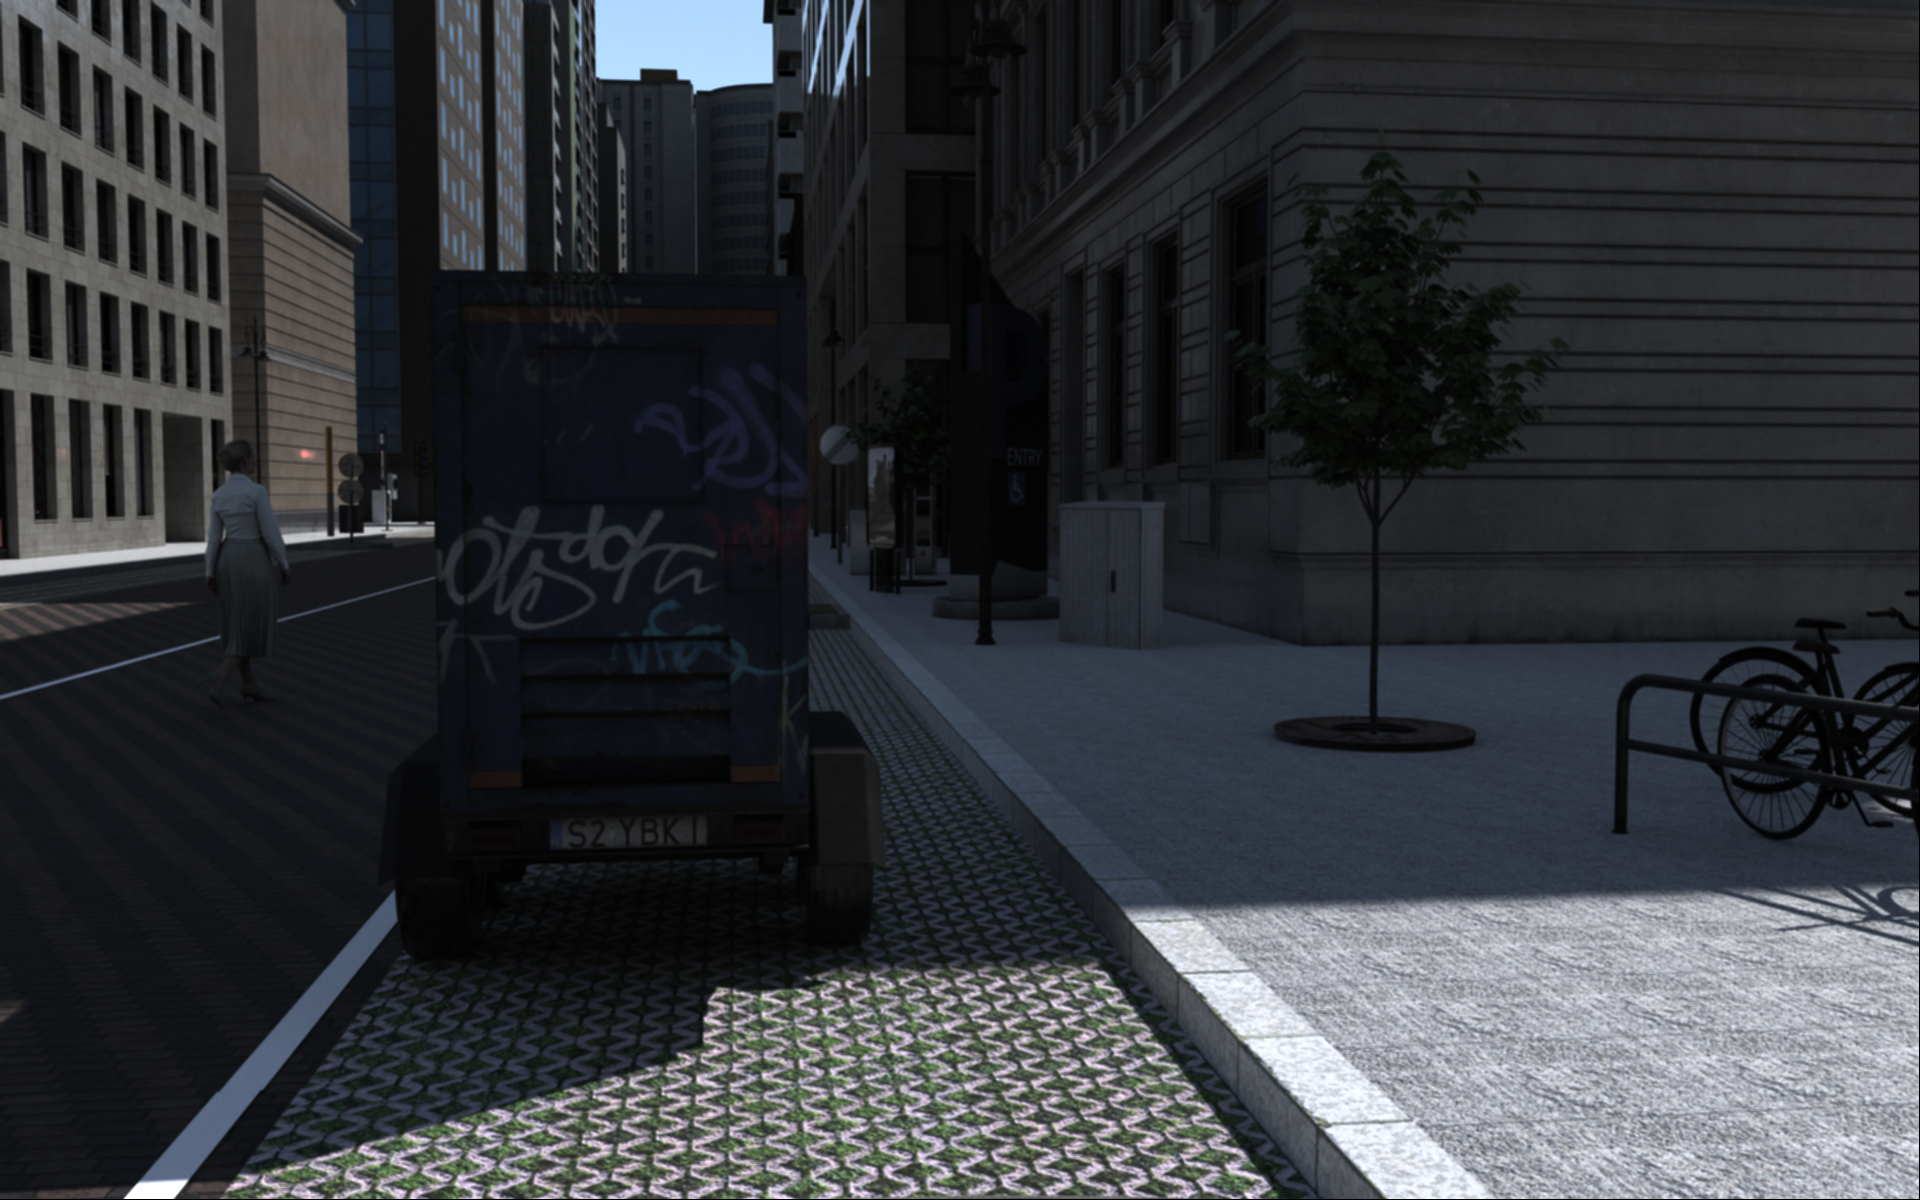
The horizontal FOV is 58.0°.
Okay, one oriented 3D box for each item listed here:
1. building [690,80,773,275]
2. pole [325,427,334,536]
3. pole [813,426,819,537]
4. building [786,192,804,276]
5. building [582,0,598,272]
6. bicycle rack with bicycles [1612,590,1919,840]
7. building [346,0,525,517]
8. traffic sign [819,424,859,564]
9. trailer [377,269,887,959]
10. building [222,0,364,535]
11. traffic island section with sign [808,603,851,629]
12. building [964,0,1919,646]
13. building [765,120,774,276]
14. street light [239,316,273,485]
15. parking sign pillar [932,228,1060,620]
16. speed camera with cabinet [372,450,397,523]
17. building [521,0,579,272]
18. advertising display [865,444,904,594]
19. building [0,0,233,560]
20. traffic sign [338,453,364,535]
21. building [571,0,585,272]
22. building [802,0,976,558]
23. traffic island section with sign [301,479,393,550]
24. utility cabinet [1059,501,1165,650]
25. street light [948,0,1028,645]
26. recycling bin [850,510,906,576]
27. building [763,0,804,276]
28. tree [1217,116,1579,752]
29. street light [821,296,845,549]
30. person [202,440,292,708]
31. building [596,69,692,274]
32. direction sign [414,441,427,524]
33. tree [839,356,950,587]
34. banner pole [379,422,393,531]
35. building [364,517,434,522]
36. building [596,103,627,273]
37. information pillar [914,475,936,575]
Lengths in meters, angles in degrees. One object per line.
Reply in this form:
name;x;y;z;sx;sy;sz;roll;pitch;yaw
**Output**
building;-23.131;-43.051;245.880;28.212;58.520;21.231;0;4;-7
pole;-19.092;-3.585;52.457;0.158;3.312;0.155;0;3;0
pole;-4.317;-3.553;51.940;0.158;3.312;0.155;0;3;0
building;-4.412;-17.046;108.388;12.332;23.373;15.834;0;4;-7
building;-48.113;-45.928;189.177;20.563;71.187;20.611;0;4;-7
bicycle rack with bicycles;3.714;0.436;6.259;2.852;0.926;2.925;-1;4;-21
building;-36.762;-28.402;114.489;14.600;45.320;14.200;0;4;-7
traffic sign;-2.207;-1.937;31.783;0.768;2.556;0.104;0;4;-7
trailer;-1.148;0.038;6.435;1.471;1.999;3.904;-1;4;-8
building;-31.565;-16.610;57.475;20.117;28.700;13.634;0;4;-7
traffic island section with sign;-2.254;-0.638;19.066;1.989;1.847;2.006;0;4;-7
building;6.558;-11.499;24.158;11.583;22.565;21.152;0;4;-7
building;-13.232;-36.212;215.775;21.300;48.544;21.600;0;4;-7
street light;-18.299;-4.425;45.144;0.468;5.910;1.993;0;4;-7
parking sign pillar;0.423;-1.817;18.173;1.447;3.967;1.447;2;4;33
speed camera with cabinet;-25.482;-5.038;76.701;0.660;3.252;2.038;0;4;-3
building;-37.908;-27.716;136.749;14.154;41.232;14.086;0;4;-7
advertising display;-0.984;-1.060;22.549;0.123;1.923;0.974;-2;4;-26
building;-24.480;-11.279;39.169;10.420;20.320;16.860;0;4;-7
traffic sign;-19.093;-3.316;54.326;0.768;2.556;0.104;0;4;-6
building;-45.673;-51.929;161.718;22.319;86.520;31.000;0;4;-7
building;5.594;-15.121;51.742;19.350;26.468;34.151;0;4;-7
traffic island section with sign;-15.883;-2.226;45.026;1.989;1.847;2.006;0;4;-7
utility cabinet;1.269;-0.216;14.690;0.306;1.237;1.020;-3;4;-37
street light;0.216;-2.558;14.617;0.468;5.910;1.993;0;4;-7
recycling bin;-1.304;-0.919;27.580;0.722;1.027;0.722;1;4;17
building;-4.298;-35.395;167.943;28.713;52.752;27.495;0;4;-7
tree;2.054;-0.877;8.949;1.663;3.219;1.824;0;3;0
street light;-2.976;-4.150;40.648;0.468;5.910;1.993;0;4;-7
person;-4.883;-0.183;11.721;0.478;1.798;0.641;2;4;28
building;-51.121;-42.835;242.351;28.212;58.520;21.231;0;4;-7
direction sign;-23.165;-5.041;74.412;0.876;3.537;0.379;3;4;39
tree;-0.579;-1.819;24.336;1.663;3.219;1.824;0;3;0
banner pole;-19.964;-4.282;60.028;0.401;3.779;0.863;0;4;-1
building;-31.384;-26.553;84.247;14.600;45.320;14.200;0;4;-7
building;-51.876;-35.914;210.890;21.600;48.544;21.300;0;4;-7
information pillar;-0.552;-1.411;27.560;0.304;2.012;0.304;1;4;12
